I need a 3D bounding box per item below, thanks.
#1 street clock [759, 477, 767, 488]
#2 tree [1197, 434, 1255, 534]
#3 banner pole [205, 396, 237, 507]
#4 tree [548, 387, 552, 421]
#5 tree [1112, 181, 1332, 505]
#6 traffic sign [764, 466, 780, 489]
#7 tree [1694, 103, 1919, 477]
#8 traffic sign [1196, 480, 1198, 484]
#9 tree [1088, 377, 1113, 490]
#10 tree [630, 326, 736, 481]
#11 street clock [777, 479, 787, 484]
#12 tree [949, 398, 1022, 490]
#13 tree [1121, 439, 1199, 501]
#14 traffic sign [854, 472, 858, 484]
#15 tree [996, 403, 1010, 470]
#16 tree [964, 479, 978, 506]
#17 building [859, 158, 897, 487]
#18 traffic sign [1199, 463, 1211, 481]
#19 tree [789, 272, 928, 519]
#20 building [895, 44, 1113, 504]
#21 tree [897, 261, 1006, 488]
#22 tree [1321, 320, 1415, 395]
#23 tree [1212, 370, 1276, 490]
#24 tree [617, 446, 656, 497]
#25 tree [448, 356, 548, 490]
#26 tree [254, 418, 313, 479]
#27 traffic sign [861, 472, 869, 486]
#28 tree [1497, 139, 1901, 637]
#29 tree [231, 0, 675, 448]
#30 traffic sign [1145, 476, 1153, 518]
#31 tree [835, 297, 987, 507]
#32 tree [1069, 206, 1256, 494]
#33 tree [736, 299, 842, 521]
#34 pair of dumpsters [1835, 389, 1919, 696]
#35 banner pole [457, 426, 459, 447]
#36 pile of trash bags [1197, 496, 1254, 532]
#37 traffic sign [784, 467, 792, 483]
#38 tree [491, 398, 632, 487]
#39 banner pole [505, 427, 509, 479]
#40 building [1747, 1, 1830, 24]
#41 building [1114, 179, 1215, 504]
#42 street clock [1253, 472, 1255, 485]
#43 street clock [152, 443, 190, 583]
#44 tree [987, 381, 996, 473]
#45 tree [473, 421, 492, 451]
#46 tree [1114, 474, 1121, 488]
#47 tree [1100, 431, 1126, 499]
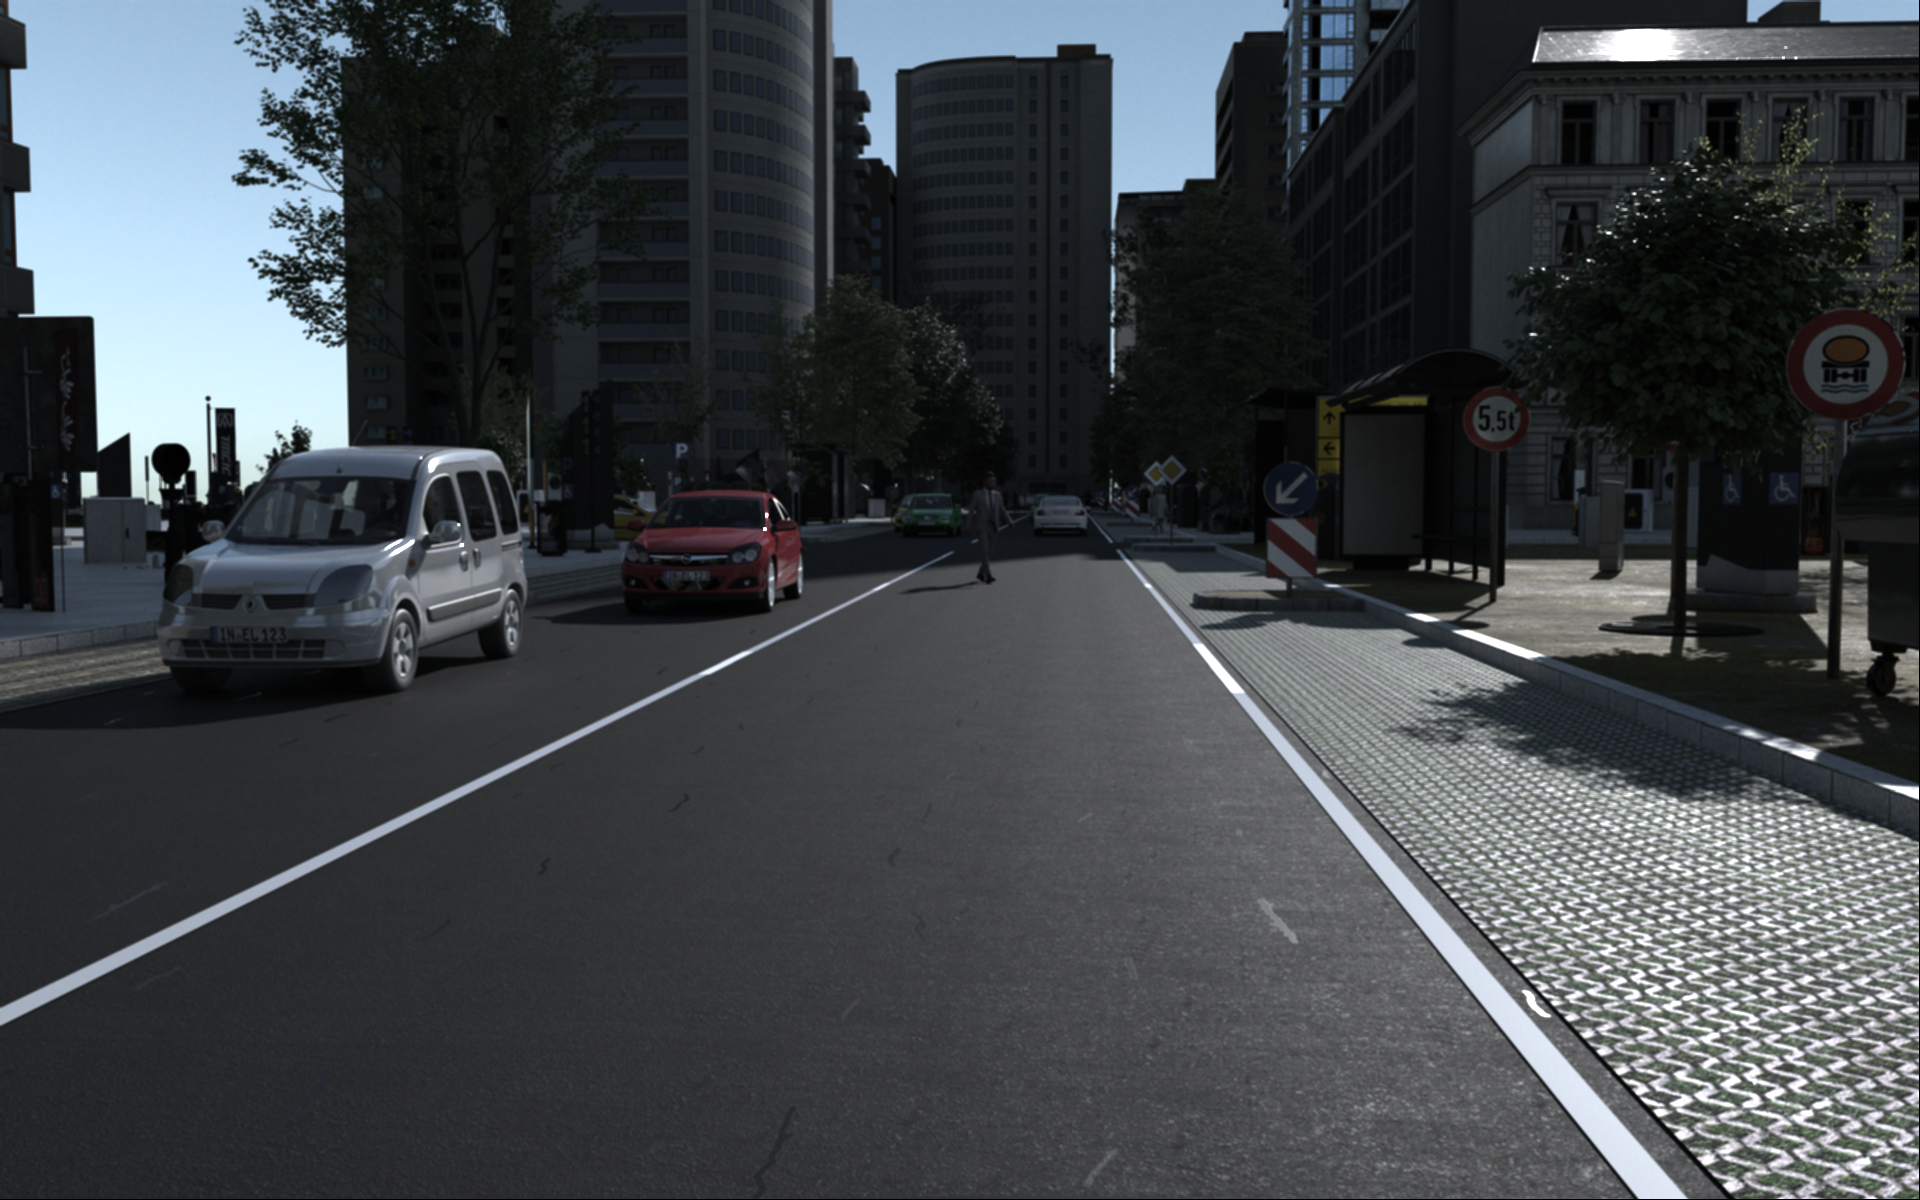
[{"bbox_3d":[-8.522,-4.294,74.772,0.358,2.002,0.471,1,4,11],"label":"street clock"},{"bbox_3d":[8.395,-3.739,55.727,1.663,3.219,1.824,0,3,0],"label":"tree"},{"bbox_3d":[-18.954,-3.323,44.345,0.863,3.779,0.401,-1,4,-16],"label":"banner pole"},{"bbox_3d":[-26.082,-9.263,101.817,4.737,8.622,4.395,0,3,0],"label":"tree"},{"bbox_3d":[9.799,-8.886,63.414,7.486,12.596,7.792,0,3,0],"label":"tree"},{"bbox_3d":[-8.688,-4.857,79.417,0.884,2.594,0.081,1,4,13],"label":"traffic sign"},{"bbox_3d":[15.750,-5.051,32.951,4.360,8.622,3.978,0,3,0],"label":"tree"},{"bbox_3d":[12.715,-5.843,95.540,0.884,2.594,0.081,1,4,9],"label":"traffic sign"},{"bbox_3d":[14.074,-13.312,135.773,7.486,12.596,7.792,0,3,0],"label":"tree"},{"bbox_3d":[-11.929,-7.646,75.378,4.360,8.622,3.978,0,3,0],"label":"tree"},{"bbox_3d":[-8.598,-4.831,83.560,0.471,2.002,0.358,2,4,27],"label":"street clock"},{"bbox_3d":[2.463,-17.336,200.446,9.611,12.733,9.660,0,3,0],"label":"tree"},{"bbox_3d":[12.090,-7.076,99.405,4.285,4.588,4.351,0,3,0],"label":"tree"},{"bbox_3d":[-6.170,-5.998,98.171,0.768,2.556,0.104,1,4,12],"label":"traffic sign"},{"bbox_3d":[0.285,-15.898,166.581,9.857,13.997,8.962,0,3,0],"label":"tree"},{"bbox_3d":[1.241,-11.917,189.440,1.663,3.219,1.824,0,3,0],"label":"tree"},{"bbox_3d":[-15.703,-35.489,230.350,14.200,45.320,14.600,0,4,4],"label":"building"},{"bbox_3d":[10.330,-4.406,72.146,0.768,2.556,0.104,0,4,7],"label":"traffic sign"},{"bbox_3d":[-5.262,-10.459,89.139,7.486,12.596,7.792,0,3,0],"label":"tree"},{"bbox_3d":[5.905,-42.165,231.392,28.212,58.520,21.231,0,4,4],"label":"building"},{"bbox_3d":[-3.154,-17.601,143.670,12.611,20.169,13.585,0,3,0],"label":"tree"},{"bbox_3d":[17.184,-7.467,72.454,4.360,8.622,3.978,0,3,0],"label":"tree"},{"bbox_3d":[16.559,-9.140,99.795,4.360,8.622,3.978,0,3,0],"label":"tree"},{"bbox_3d":[-13.203,-4.641,70.484,1.663,3.219,1.824,0,3,0],"label":"tree"},{"bbox_3d":[-25.531,-8.721,92.948,4.737,8.622,4.395,0,3,0],"label":"tree"},{"bbox_3d":[-16.918,-3.049,44.449,1.663,3.219,1.824,0,3,0],"label":"tree"},{"bbox_3d":[-5.396,-6.166,100.927,0.768,2.556,0.104,0,4,8],"label":"traffic sign"},{"bbox_3d":[6.833,-1.980,16.082,4.285,4.588,4.351,0,3,0],"label":"tree"},{"bbox_3d":[-8.938,-6.451,31.233,9.928,11.665,9.643,0,3,0],"label":"tree"},{"bbox_3d":[10.265,-5.664,92.708,0.768,2.556,0.104,1,4,13],"label":"traffic sign"},{"bbox_3d":[-3.437,-12.531,111.542,9.857,13.997,8.962,0,3,0],"label":"tree"},{"bbox_3d":[13.504,-15.694,112.482,12.611,20.169,13.585,0,3,0],"label":"tree"},{"bbox_3d":[-6.321,-7.010,64.968,4.737,8.622,4.395,0,3,0],"label":"tree"},{"bbox_3d":[6.261,-0.393,8.912,1.574,2.255,4.437,0,4,4],"label":"pair of dumpsters"},{"bbox_3d":[-13.145,-3.410,45.775,0.401,3.779,0.863,-2,4,-35],"label":"banner pole"},{"bbox_3d":[9.865,-3.011,58.981,3.447,1.369,1.912,0,4,-2],"label":"pile of trash bags"},{"bbox_3d":[-7.803,-4.922,80.588,0.768,2.556,0.104,0,4,4],"label":"traffic sign"},{"bbox_3d":[-12.891,-4.635,59.490,4.285,4.588,4.351,0,3,0],"label":"tree"},{"bbox_3d":[-16.957,-4.580,64.901,0.401,3.779,0.863,-1,4,-12],"label":"banner pole"},{"bbox_3d":[77.320,-33.802,176.362,21.600,48.544,21.300,0,4,4],"label":"building"},{"bbox_3d":[27.382,-33.253,227.283,14.086,41.232,14.154,0,4,4],"label":"building"},{"bbox_3d":[9.337,-3.019,53.932,0.358,2.002,0.471,-2,4,-28],"label":"street clock"},{"bbox_3d":[-11.286,-1.239,24.825,0.358,2.002,0.471,2,4,28],"label":"street clock"},{"bbox_3d":[-3.488,-13.271,123.635,9.857,13.997,8.962,0,3,0],"label":"tree"},{"bbox_3d":[-21.034,-5.770,78.060,4.285,4.588,4.351,0,3,0],"label":"tree"},{"bbox_3d":[16.761,-11.445,170.836,4.285,4.588,4.351,0,3,0],"label":"tree"},{"bbox_3d":[17.958,-14.917,194.254,4.360,8.622,3.978,0,3,0],"label":"tree"}]
